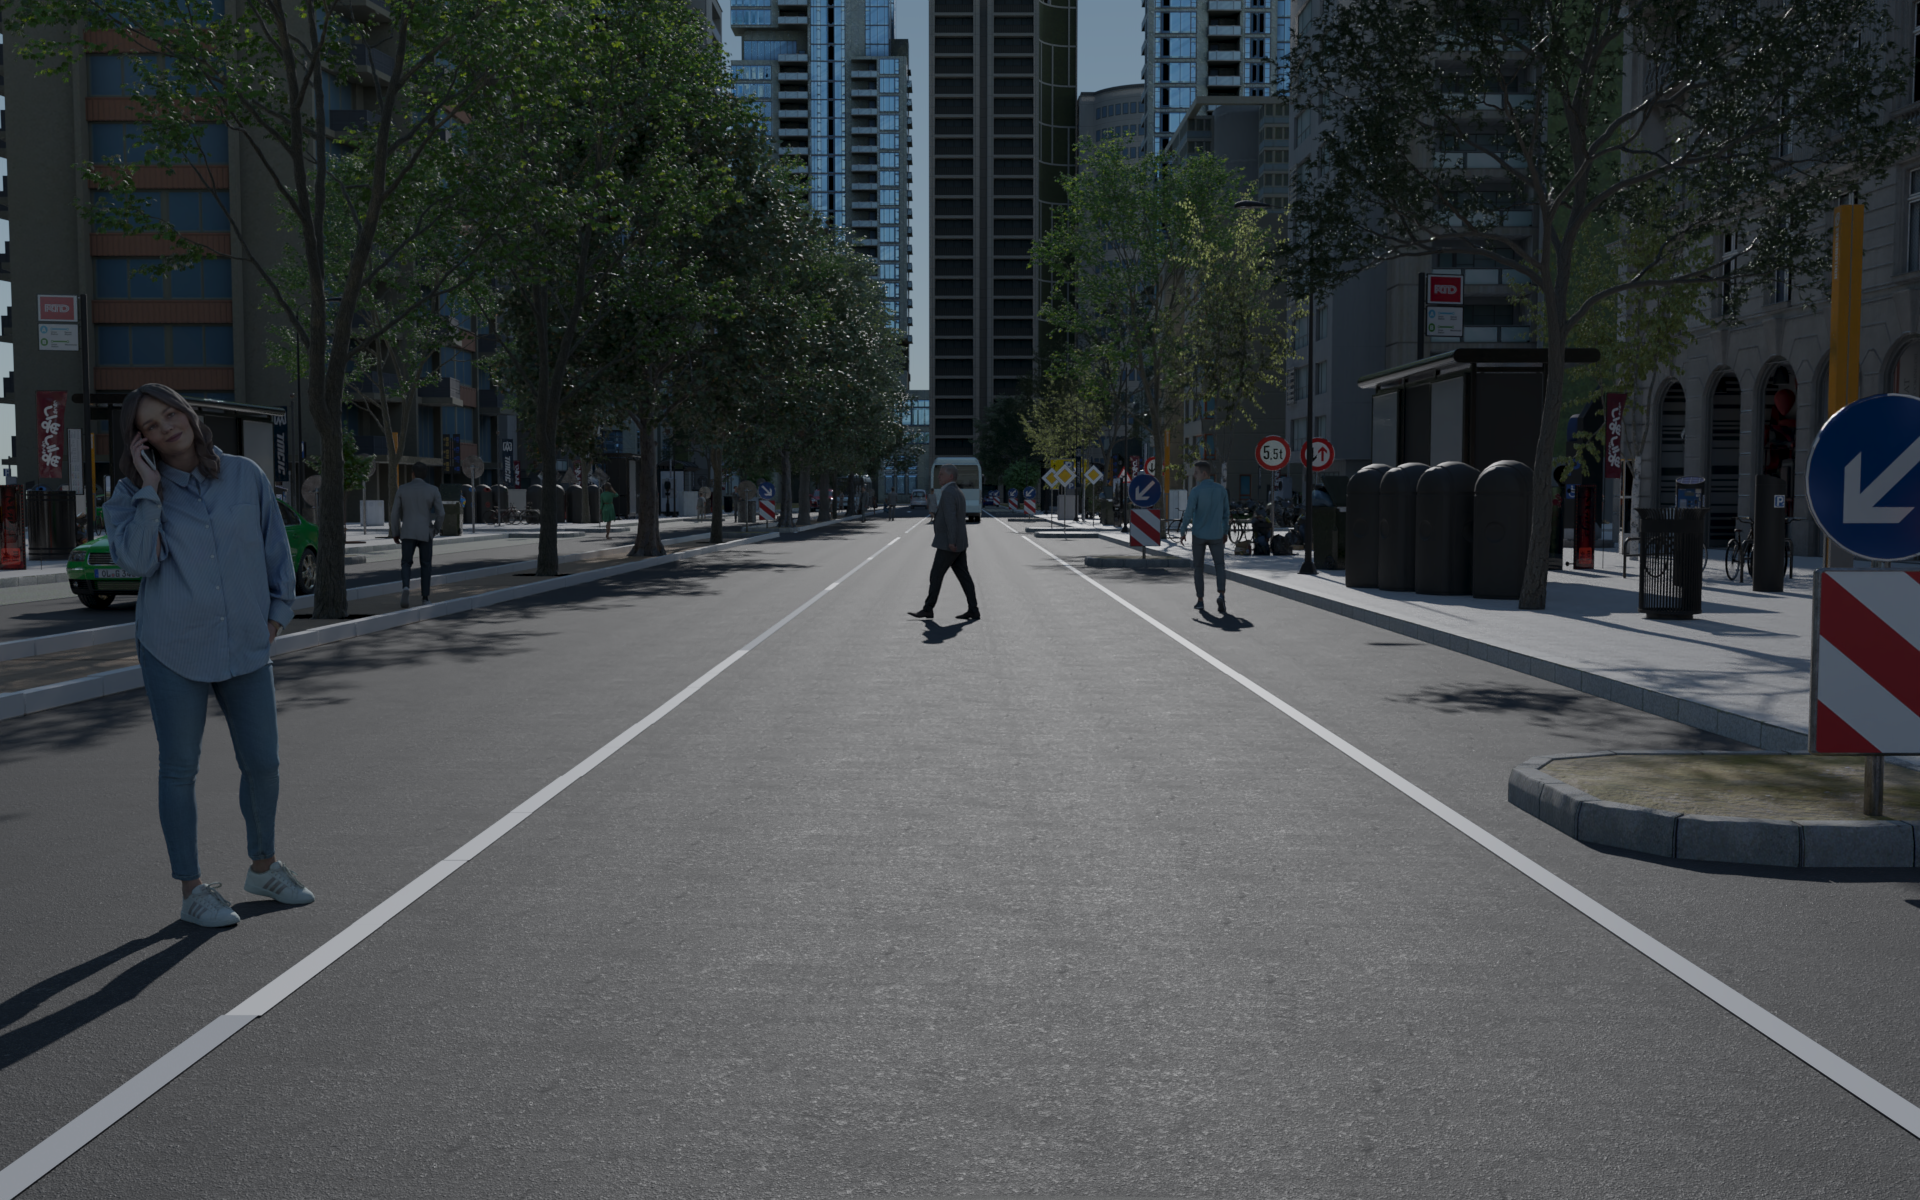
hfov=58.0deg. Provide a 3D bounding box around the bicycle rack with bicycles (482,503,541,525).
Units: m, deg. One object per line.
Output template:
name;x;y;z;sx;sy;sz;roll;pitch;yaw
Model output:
bicycle rack with bicycles;-18.367;-3.614;72.470;2.925;0.926;2.852;-1;4;-10

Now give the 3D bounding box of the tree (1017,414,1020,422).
tree;5.773;-9.278;102.052;4.360;8.622;3.978;0;3;0

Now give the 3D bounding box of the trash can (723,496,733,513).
trash can;-16.037;-6.618;119.864;0.748;1.137;0.748;0;3;0

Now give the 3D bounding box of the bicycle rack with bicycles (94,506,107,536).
bicycle rack with bicycles;-24.834;-2.402;52.648;2.852;0.926;2.925;-2;4;-35

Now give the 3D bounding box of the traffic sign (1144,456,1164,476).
traffic sign;6.572;-3.560;58.318;0.768;2.556;0.104;0;4;7

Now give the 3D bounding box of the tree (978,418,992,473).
tree;6.461;-12.051;131.446;8.767;10.594;7.601;1;4;20

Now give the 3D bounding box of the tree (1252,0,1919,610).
tree;6.661;-5.161;18.791;7.601;10.594;8.767;2;4;31

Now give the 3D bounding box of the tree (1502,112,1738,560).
tree;12.995;-5.086;33.521;4.737;8.622;4.395;0;3;0

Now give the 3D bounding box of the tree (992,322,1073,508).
tree;6.174;-8.550;74.209;8.767;10.594;7.601;0;4;-4

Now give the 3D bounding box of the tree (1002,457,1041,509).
tree;5.621;-10.275;151.715;4.285;4.588;4.351;0;3;0

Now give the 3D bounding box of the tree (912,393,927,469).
tree;-6.914;-11.623;109.498;9.611;12.733;9.660;0;3;0

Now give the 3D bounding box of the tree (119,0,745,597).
tree;-7.057;-6.203;29.635;9.928;11.665;9.643;0;3;0

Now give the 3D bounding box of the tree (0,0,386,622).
tree;-7.115;-5.577;19.401;9.928;11.665;9.643;0;3;0

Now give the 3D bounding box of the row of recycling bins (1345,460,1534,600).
row of recycling bins;6.212;-0.946;22.573;1.069;1.692;3.534;-1;4;-21

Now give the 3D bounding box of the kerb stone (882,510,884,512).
kerb stone;-6.204;-6.850;134.268;0.120;0.150;1.000;0;3;0

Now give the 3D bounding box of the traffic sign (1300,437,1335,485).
traffic sign;8.007;-2.372;38.881;0.768;2.556;0.104;0;4;6

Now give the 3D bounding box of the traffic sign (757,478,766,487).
traffic sign;-15.921;-8.479;138.743;0.768;2.556;0.104;0;4;2

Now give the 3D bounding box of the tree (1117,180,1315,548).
tree;6.362;-5.577;41.548;4.360;8.622;3.978;0;3;0

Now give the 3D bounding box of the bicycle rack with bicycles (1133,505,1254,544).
bicycle rack with bicycles;6.618;-1.947;45.209;2.925;0.926;2.852;-3;4;-37

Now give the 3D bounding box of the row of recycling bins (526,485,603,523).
row of recycling bins;-17.646;-4.306;77.516;3.534;1.692;1.069;-3;4;-36

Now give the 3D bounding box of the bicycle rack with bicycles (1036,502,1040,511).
bicycle rack with bicycles;7.073;-7.382;134.073;2.925;0.926;2.852;2;4;25

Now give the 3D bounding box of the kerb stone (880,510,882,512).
kerb stone;-6.217;-6.729;132.217;0.120;0.150;1.000;0;3;0

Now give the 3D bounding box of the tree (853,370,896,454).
tree;-6.924;-7.422;49.560;9.928;11.665;9.643;0;3;0

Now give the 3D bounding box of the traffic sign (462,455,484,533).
traffic sign;-16.022;-3.479;56.982;0.768;2.556;0.104;0;4;6

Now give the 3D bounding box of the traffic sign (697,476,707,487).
traffic sign;-17.822;-7.326;119.887;0.768;2.556;0.104;1;4;8

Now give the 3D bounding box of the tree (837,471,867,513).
tree;-7.338;-10.398;122.826;4.360;8.622;3.978;0;3;0

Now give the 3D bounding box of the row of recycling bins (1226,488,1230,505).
row of recycling bins;15.480;-5.894;103.482;1.069;1.692;3.534;1;4;19

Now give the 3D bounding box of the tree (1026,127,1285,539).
tree;5.631;-7.570;49.527;9.928;11.665;9.643;0;3;0

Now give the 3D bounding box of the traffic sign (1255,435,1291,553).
traffic sign;6.787;-2.294;37.611;0.768;2.556;0.104;1;4;9

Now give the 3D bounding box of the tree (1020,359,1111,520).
tree;5.905;-8.218;84.724;4.360;8.622;3.978;0;3;0

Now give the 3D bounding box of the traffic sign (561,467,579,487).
traffic sign;-18.544;-5.037;82.356;0.884;2.594;0.081;0;4;0

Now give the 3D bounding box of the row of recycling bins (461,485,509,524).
row of recycling bins;-21.106;-4.170;75.288;1.069;1.692;3.534;2;4;31

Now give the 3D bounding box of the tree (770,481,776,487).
tree;-16.996;-9.526;150.349;1.663;3.219;1.824;0;3;0

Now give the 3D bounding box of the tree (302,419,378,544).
tree;-15.820;-3.070;44.793;1.663;3.219;1.824;0;3;0

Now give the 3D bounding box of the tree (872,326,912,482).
tree;-6.992;-9.172;69.425;9.611;12.733;9.660;0;3;0

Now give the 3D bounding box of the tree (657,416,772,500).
tree;-16.035;-10.821;111.333;7.601;10.594;8.767;1;4;9

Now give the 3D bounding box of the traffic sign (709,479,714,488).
traffic sign;-16.720;-7.058;117.524;0.606;2.300;0.079;0;4;3

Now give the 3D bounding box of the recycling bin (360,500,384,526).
recycling bin;-23.656;-3.494;69.687;0.722;1.027;0.722;-3;5;-42

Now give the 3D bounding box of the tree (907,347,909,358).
tree;-7.063;-11.018;89.260;9.857;13.997;8.962;0;3;0

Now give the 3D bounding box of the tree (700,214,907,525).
tree;-7.201;-10.410;79.322;9.857;13.997;8.962;0;3;0

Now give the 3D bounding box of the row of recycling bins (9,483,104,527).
row of recycling bins;-35.441;-3.709;67.758;3.534;1.692;1.069;-1;4;-22

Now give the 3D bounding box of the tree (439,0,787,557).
tree;-7.178;-7.352;39.676;9.611;12.733;9.660;0;3;0

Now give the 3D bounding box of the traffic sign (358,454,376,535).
traffic sign;-18.750;-3.327;54.502;0.768;2.556;0.104;0;4;8

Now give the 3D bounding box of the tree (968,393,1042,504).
tree;6.105;-18.739;213.044;9.857;13.997;8.962;0;3;0

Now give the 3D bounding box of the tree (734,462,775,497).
tree;-16.723;-9.632;141.199;4.285;4.588;4.351;0;3;0

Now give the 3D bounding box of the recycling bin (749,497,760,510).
recycling bin;-16.110;-7.527;135.615;0.722;1.027;0.722;-2;4;-25

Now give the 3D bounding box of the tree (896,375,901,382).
tree;-7.168;-10.487;99.680;9.928;11.665;9.643;0;3;0

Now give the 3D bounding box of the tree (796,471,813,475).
tree;-16.213;-15.184;182.664;8.767;10.594;7.601;1;4;9

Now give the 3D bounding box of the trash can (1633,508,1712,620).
trash can;7.312;-0.377;17.814;0.748;1.137;0.748;0;3;0

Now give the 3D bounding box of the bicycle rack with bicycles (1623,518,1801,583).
bicycle rack with bicycles;11.559;-0.789;26.284;2.925;0.926;2.852;-3;5;-42
